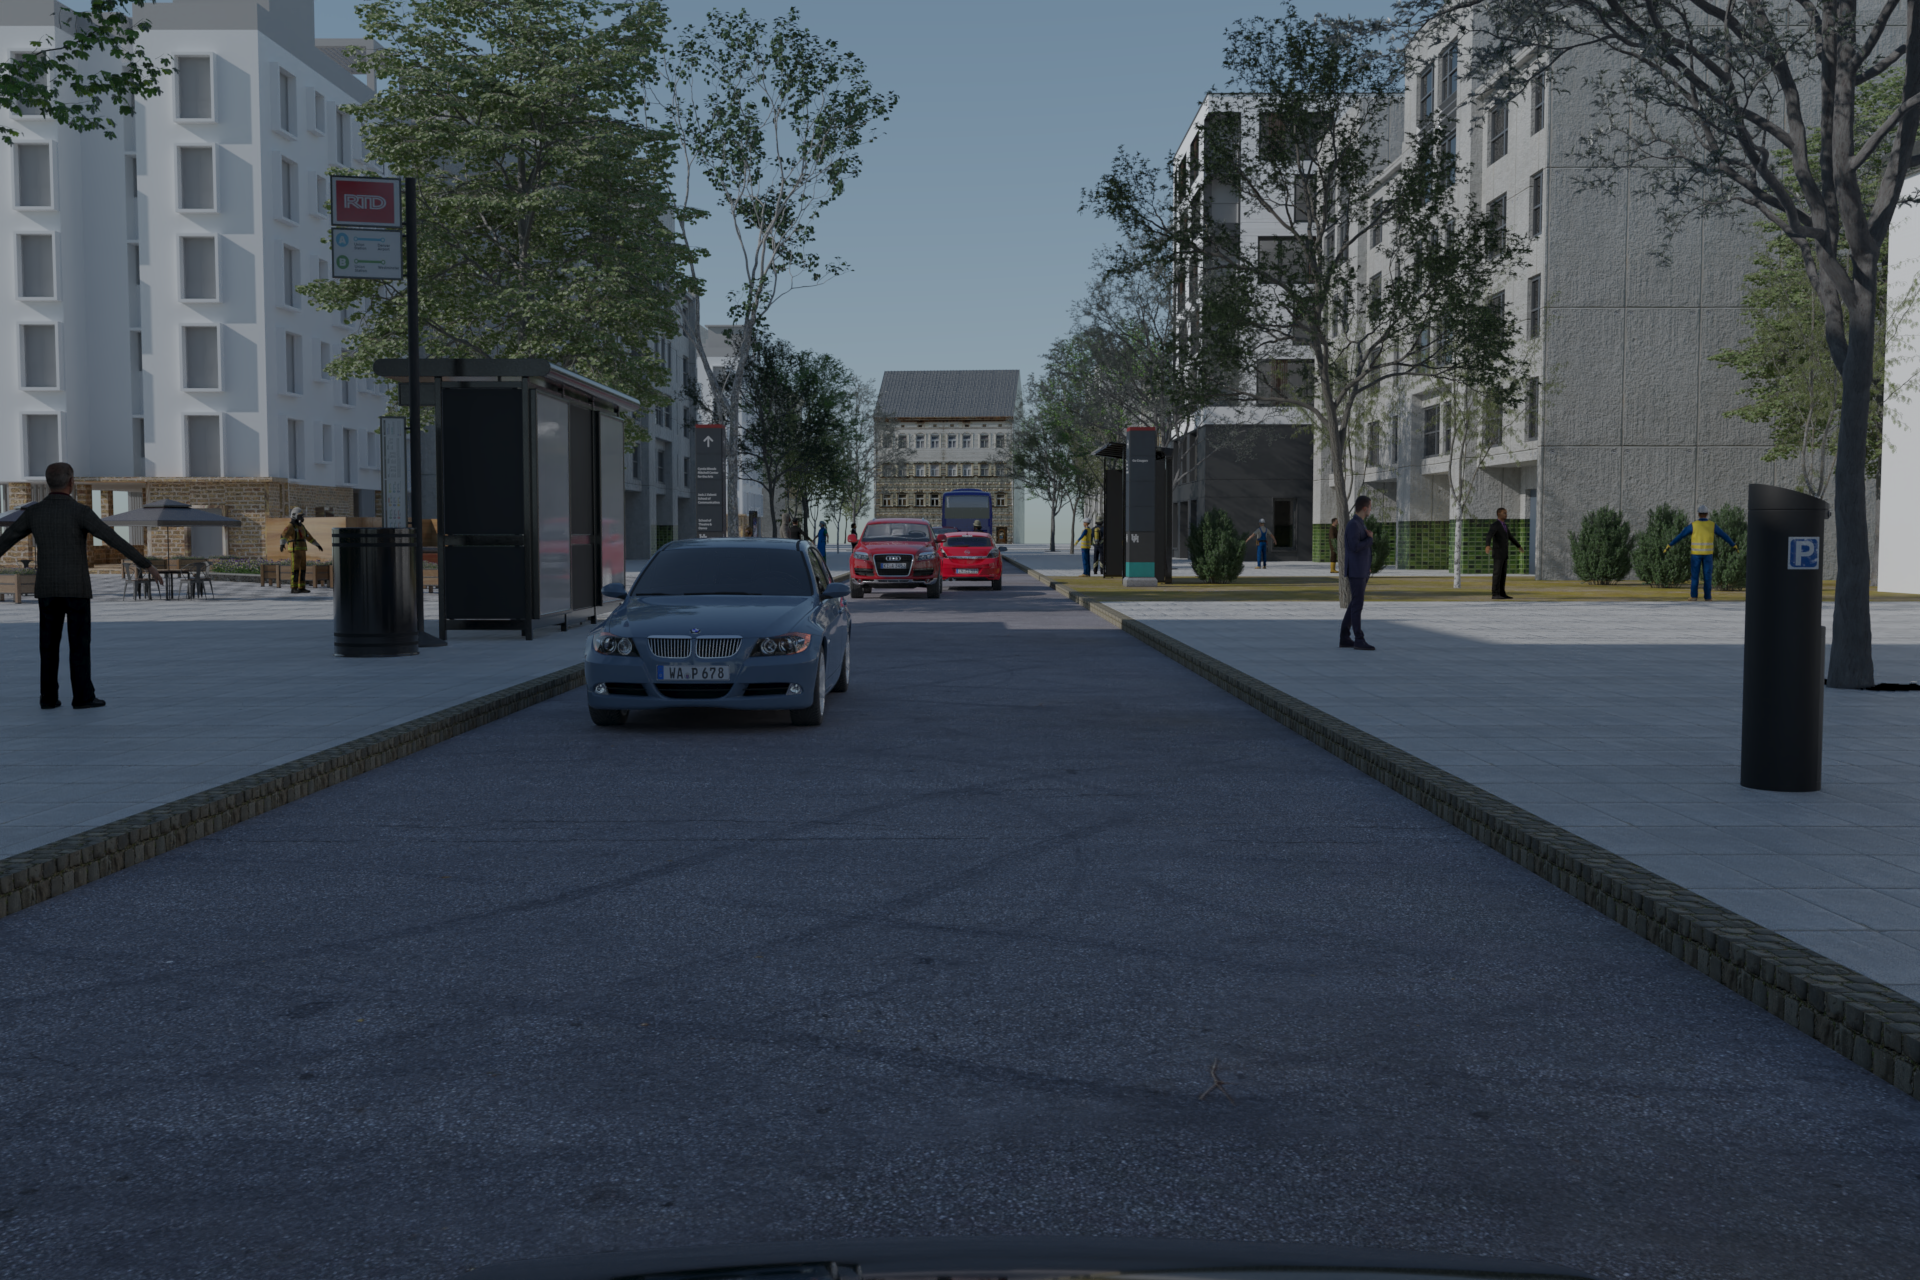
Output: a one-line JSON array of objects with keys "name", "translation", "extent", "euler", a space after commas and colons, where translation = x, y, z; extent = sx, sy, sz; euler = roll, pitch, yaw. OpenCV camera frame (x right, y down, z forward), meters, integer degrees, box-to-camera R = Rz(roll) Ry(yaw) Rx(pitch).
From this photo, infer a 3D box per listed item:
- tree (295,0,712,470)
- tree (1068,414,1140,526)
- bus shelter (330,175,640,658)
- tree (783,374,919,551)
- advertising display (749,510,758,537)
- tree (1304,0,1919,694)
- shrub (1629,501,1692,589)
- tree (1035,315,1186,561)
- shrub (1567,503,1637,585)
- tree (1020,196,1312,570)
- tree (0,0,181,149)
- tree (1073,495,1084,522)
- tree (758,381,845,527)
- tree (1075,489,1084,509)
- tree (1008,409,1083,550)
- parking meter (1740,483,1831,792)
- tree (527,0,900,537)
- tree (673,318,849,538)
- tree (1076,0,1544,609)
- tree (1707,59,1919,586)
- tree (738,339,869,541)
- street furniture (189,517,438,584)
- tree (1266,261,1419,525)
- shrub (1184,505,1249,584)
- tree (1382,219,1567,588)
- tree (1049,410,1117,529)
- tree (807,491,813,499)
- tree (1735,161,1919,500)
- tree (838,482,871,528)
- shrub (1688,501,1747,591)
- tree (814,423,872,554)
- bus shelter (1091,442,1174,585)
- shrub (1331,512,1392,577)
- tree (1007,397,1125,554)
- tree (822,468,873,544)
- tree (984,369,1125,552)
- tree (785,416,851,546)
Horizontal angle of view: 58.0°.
[{"name": "tree", "translation": [-8.290, -6.989, 32.390], "extent": [7.486, 12.596, 7.792], "euler": [0, 3, 0]}, {"name": "tree", "translation": [7.227, -8.555, 90.233], "extent": [4.360, 8.622, 3.978], "euler": [0, 3, 0]}, {"name": "bus shelter", "translation": [-5.963, -2.724, 22.173], "extent": [2.179, 5.291, 8.768], "euler": [0, 4, 0]}, {"name": "tree", "translation": [-7.917, -13.459, 130.417], "extent": [12.009, 13.543, 11.850], "euler": [0, 3, 0]}, {"name": "advertising display", "translation": [-5.693, -2.602, 47.757], "extent": [0.123, 1.923, 0.974], "euler": [0, 4, 1]}, {"name": "tree", "translation": [7.404, -6.352, 14.218], "extent": [12.009, 13.543, 11.850], "euler": [0, 3, 0]}, {"name": "shrub", "translation": [16.724, -2.263, 41.036], "extent": [1.661, 2.075, 1.752], "euler": [0, 3, 0]}, {"name": "tree", "translation": [7.106, -9.546, 81.835], "extent": [9.928, 11.665, 9.643], "euler": [0, 3, 0]}, {"name": "shrub", "translation": [16.176, -2.417, 43.560], "extent": [1.661, 2.075, 1.752], "euler": [0, 3, 0]}, {"name": "tree", "translation": [7.419, -9.286, 62.201], "extent": [12.009, 13.543, 11.850], "euler": [0, 3, 0]}, {"name": "tree", "translation": [-8.042, -5.228, 11.240], "extent": [9.928, 11.665, 9.643], "euler": [0, 3, 0]}, {"name": "tree", "translation": [17.080, -17.162, 230.962], "extent": [4.737, 8.622, 4.395], "euler": [0, 3, 0]}, {"name": "tree", "translation": [-7.939, -8.173, 83.992], "extent": [4.737, 8.622, 4.395], "euler": [0, 3, 0]}, {"name": "tree", "translation": [18.510, -18.202, 223.364], "extent": [9.928, 11.665, 9.643], "euler": [0, 3, 0]}, {"name": "tree", "translation": [7.481, -12.944, 137.386], "extent": [9.928, 11.665, 9.643], "euler": [0, 3, 0]}, {"name": "parking meter", "translation": [4.161, -0.020, 8.739], "extent": [0.372, 1.533, 0.369], "euler": [0, 3, 0]}, {"name": "tree", "translation": [-8.843, -12.525, 60.673], "extent": [12.611, 20.169, 13.585], "euler": [0, 3, 0]}, {"name": "tree", "translation": [-8.200, -8.560, 74.364], "extent": [7.601, 10.594, 8.767], "euler": [1, 4, 16]}, {"name": "tree", "translation": [6.509, -5.840, 29.891], "extent": [8.767, 10.594, 7.601], "euler": [-3, 5, -39]}, {"name": "tree", "translation": [22.543, -7.616, 42.653], "extent": [7.486, 12.596, 7.792], "euler": [0, 3, 0]}, {"name": "tree", "translation": [-8.319, -10.200, 92.523], "extent": [9.928, 11.665, 9.643], "euler": [0, 3, 0]}, {"name": "street furniture", "translation": [-17.758, -2.559, 48.697], "extent": [11.010, 1.723, 9.812], "euler": [-3, 5, -44]}, {"name": "tree", "translation": [10.457, -5.901, 46.849], "extent": [4.360, 8.622, 3.978], "euler": [0, 3, 0]}, {"name": "shrub", "translation": [6.613, -2.457, 44.592], "extent": [1.690, 2.028, 1.600], "euler": [0, 3, 0]}, {"name": "tree", "translation": [11.597, -5.542, 40.970], "extent": [4.360, 8.622, 3.978], "euler": [0, 3, 0]}, {"name": "tree", "translation": [7.299, -9.118, 99.434], "extent": [4.360, 8.622, 3.978], "euler": [0, 3, 0]}, {"name": "tree", "translation": [-21.171, -16.813, 225.258], "extent": [4.737, 8.622, 4.395], "euler": [0, 3, 0]}, {"name": "tree", "translation": [16.600, -5.109, 33.900], "extent": [4.360, 8.622, 3.978], "euler": [0, 3, 0]}, {"name": "tree", "translation": [-13.681, -16.699, 223.388], "extent": [4.737, 8.622, 4.395], "euler": [0, 3, 0]}, {"name": "shrub", "translation": [17.291, -2.114, 38.980], "extent": [1.690, 2.028, 1.600], "euler": [0, 3, 0]}, {"name": "tree", "translation": [-7.970, -10.019, 114.177], "extent": [4.737, 8.622, 4.395], "euler": [0, 3, 0]}, {"name": "bus shelter", "translation": [4.645, -3.413, 47.079], "extent": [1.731, 3.624, 6.357], "euler": [0, 3, 0]}, {"name": "shrub", "translation": [11.813, -2.868, 50.929], "extent": [1.661, 2.075, 1.752], "euler": [0, 3, 0]}, {"name": "tree", "translation": [7.141, -10.772, 110.535], "extent": [8.767, 10.594, 7.601], "euler": [0, 4, 4]}, {"name": "tree", "translation": [-14.984, -18.100, 230.351], "extent": [7.601, 10.594, 8.767], "euler": [1, 4, 8]}, {"name": "tree", "translation": [6.853, -13.117, 124.840], "extent": [12.009, 13.543, 11.850], "euler": [0, 3, 0]}, {"name": "tree", "translation": [-8.528, -9.262, 101.798], "extent": [4.737, 8.622, 4.395], "euler": [0, 3, 0]}]
